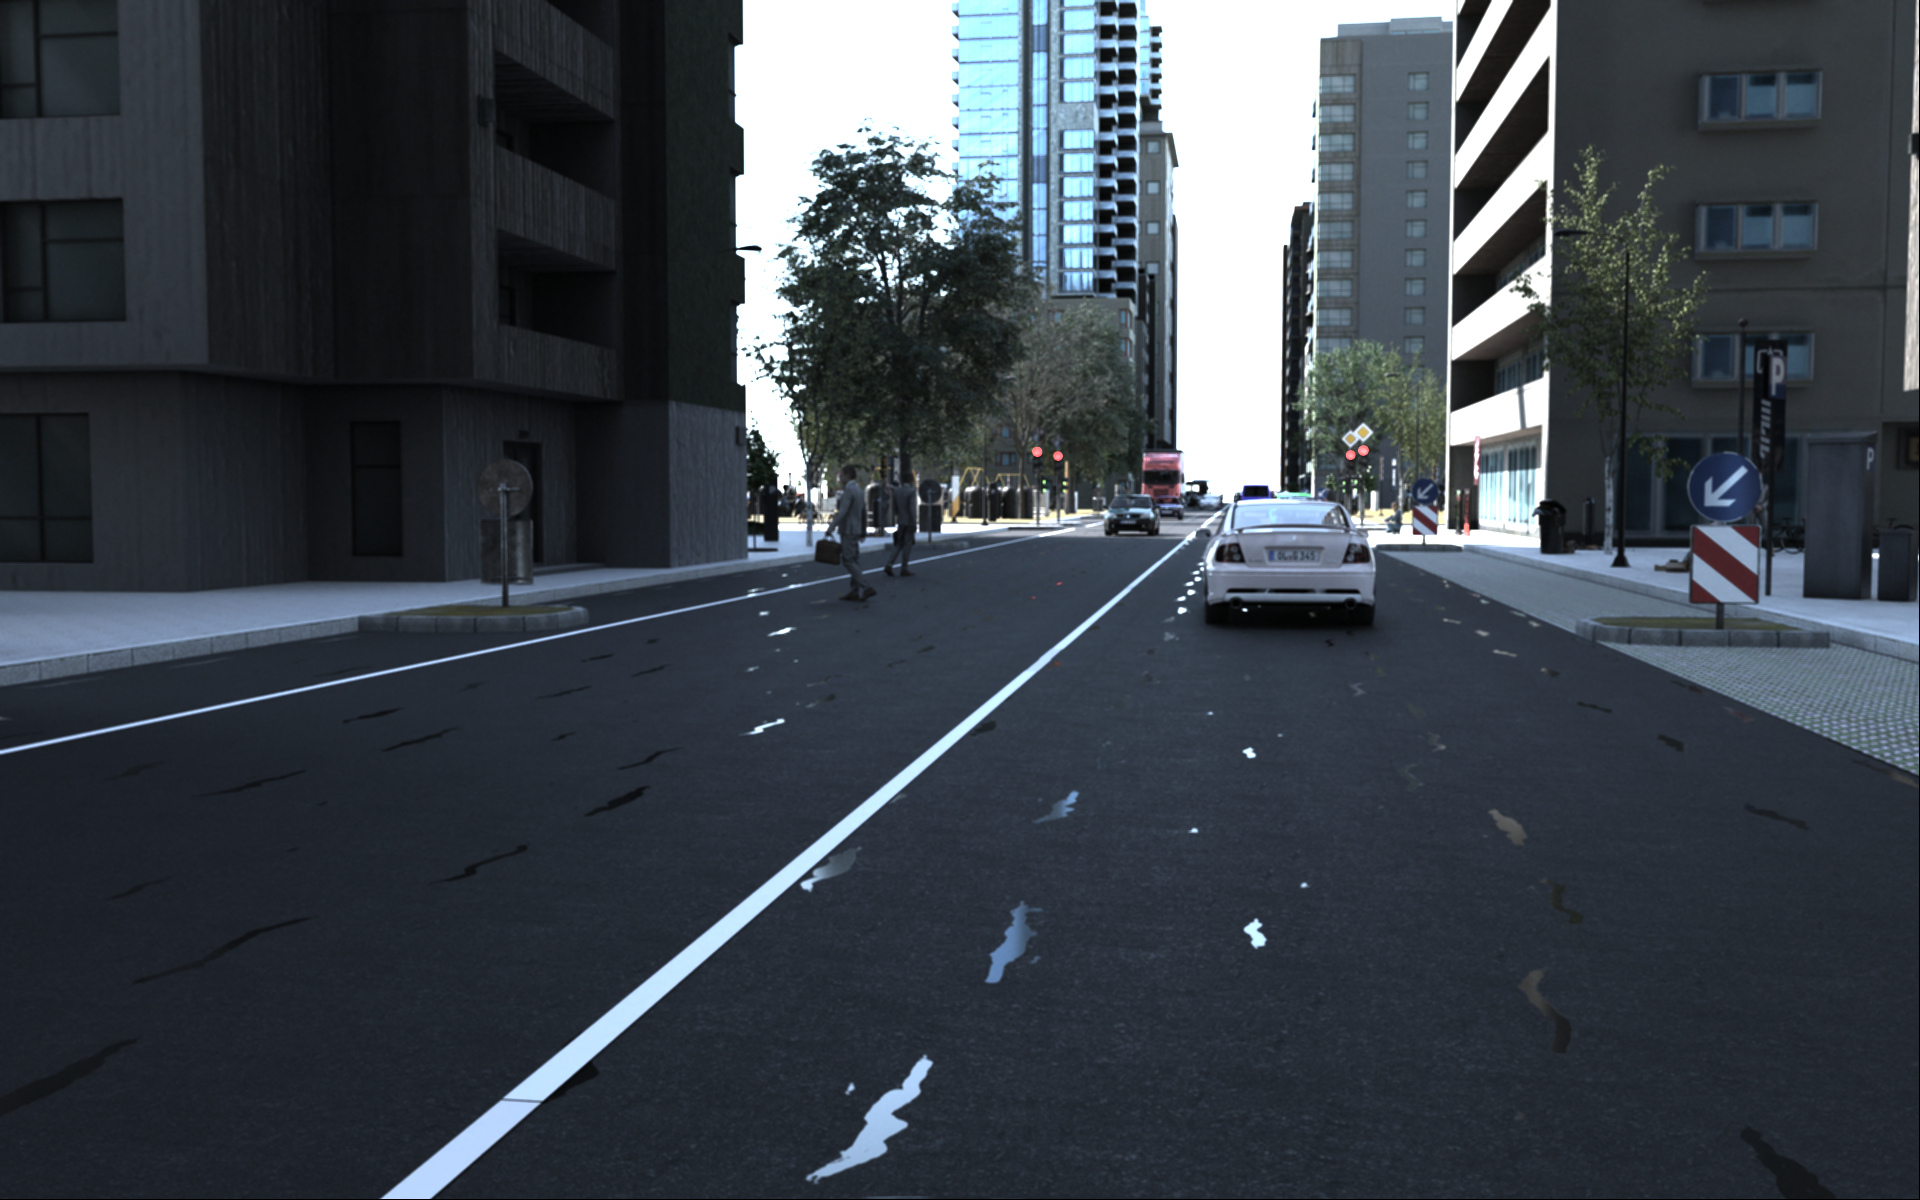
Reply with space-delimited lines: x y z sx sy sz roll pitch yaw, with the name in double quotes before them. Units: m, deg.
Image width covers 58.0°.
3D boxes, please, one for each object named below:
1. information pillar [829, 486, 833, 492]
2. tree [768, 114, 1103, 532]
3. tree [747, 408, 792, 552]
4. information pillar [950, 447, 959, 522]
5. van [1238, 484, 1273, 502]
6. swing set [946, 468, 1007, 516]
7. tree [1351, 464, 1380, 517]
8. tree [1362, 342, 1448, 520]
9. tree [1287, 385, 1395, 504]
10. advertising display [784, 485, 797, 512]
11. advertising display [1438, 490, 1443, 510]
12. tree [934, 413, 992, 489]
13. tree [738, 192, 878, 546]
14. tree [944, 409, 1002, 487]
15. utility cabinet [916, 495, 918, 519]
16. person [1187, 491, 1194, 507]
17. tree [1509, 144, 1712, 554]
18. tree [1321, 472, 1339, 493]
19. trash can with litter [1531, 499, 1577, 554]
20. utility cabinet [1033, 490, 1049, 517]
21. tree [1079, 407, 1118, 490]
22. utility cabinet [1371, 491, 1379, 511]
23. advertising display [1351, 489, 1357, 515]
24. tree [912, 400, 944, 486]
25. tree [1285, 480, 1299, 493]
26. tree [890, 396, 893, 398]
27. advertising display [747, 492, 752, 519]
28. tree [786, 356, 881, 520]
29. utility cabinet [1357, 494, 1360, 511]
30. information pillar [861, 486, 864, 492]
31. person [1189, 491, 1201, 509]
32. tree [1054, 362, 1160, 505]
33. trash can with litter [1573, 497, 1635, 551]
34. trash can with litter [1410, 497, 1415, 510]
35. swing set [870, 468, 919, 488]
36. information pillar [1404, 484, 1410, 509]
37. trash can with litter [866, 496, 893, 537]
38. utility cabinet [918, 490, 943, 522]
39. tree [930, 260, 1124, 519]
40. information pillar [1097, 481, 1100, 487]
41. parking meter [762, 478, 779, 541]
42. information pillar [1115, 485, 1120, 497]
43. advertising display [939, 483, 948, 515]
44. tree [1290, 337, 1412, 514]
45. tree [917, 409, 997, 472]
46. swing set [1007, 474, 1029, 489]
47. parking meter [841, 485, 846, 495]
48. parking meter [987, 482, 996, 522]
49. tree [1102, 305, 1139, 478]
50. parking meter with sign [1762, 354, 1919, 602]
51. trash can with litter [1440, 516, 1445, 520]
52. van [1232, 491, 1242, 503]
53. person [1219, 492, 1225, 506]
"information pillar" -11.576 -9.222 155.275 0.304 2.012 0.304 0 4 -4
"tree" -1.836 -9.258 58.018 9.857 13.997 8.962 0 3 0
"tree" -4.759 -2.713 38.953 1.663 3.219 1.824 0 3 0
"information pillar" -0.218 -5.349 78.815 0.183 3.616 0.504 3 4 38
"van" 18.528 -6.371 108.554 2.240 2.365 5.245 1 4 9
"swing set" 0.874 -6.487 103.685 2.862 2.851 3.119 1 4 15
"tree" 22.206 -6.172 95.510 1.663 3.219 1.824 0 3 0
"tree" 21.781 -8.195 84.353 4.737 8.622 4.395 0 3 0
"tree" 31.075 -12.693 141.938 8.767 10.594 7.601 0 4 6
"advertising display" -12.234 -7.345 125.305 0.974 1.923 0.123 -2 4 -25
"advertising display" 38.987 -8.241 139.958 0.974 1.923 0.123 -3 4 -36
"tree" -0.063 -10.620 124.002 4.737 8.622 4.395 0 3 0
"tree" -3.733 -5.619 42.231 4.360 8.622 3.978 0 3 0
"tree" 1.346 -10.892 128.440 4.360 8.622 3.978 0 3 0
"utility cabinet" -2.254 -4.694 87.911 1.020 1.237 0.306 0 4 -5
"person" 24.987 -10.855 186.715 1.217 1.736 0.721 1 4 8
"tree" 13.702 -5.261 36.383 4.737 8.622 4.395 0 3 0
"tree" 32.373 -9.585 151.312 1.663 3.219 1.824 0 3 0
"trash can with litter" 12.824 -1.585 37.309 1.055 1.170 0.624 -3 5 -43
"utility cabinet" 4.506 -5.412 97.162 0.318 1.500 1.173 -3 4 -38
"tree" 10.536 -11.179 133.134 4.737 8.622 4.395 0 3 0
"utility cabinet" 31.409 -7.484 131.042 0.318 1.500 1.173 0 3 0
"advertising display" 23.721 -6.061 104.318 0.123 1.923 0.974 2 4 27
"tree" -2.934 -11.541 139.065 4.360 8.622 3.978 0 3 0
"tree" 46.098 -15.009 239.989 1.663 3.219 1.824 0 3 0
"tree" -5.035 -8.918 96.172 4.737 8.622 4.395 0 3 0
"advertising display" -10.820 -5.091 88.447 0.123 1.923 0.974 -2 4 -24
"tree" -6.835 -8.216 84.691 4.737 8.622 4.395 0 3 0
"utility cabinet" 29.997 -7.473 130.856 1.173 1.500 0.318 1 4 13
"information pillar" -8.802 -9.249 155.710 0.304 2.012 0.304 0 4 8
"person" 21.912 -9.303 161.399 1.217 1.735 0.721 1 4 22
"tree" 11.928 -13.925 144.681 9.611 12.733 9.660 0 3 0
"trash can with litter" 14.680 -1.788 40.293 1.678 1.210 2.233 1 4 12
"trash can with litter" 36.228 -7.681 136.643 2.233 1.210 1.678 3 4 38
"swing set" -4.035 -6.446 103.016 3.119 2.851 2.862 3 5 40
"information pillar" 33.070 -7.564 128.158 0.304 2.012 0.304 -2 4 -24
"trash can with litter" -2.340 -2.520 52.258 1.678 1.210 2.233 0 4 6
"utility cabinet" -1.342 -4.310 79.146 1.173 1.500 0.318 -2 4 -28
"tree" 3.164 -10.909 88.734 12.009 13.543 11.850 0 3 0
"information pillar" 12.326 -9.894 153.124 0.504 3.616 0.183 -1 4 -19
"parking meter" -5.164 -2.538 47.214 0.399 1.863 0.255 -2 4 -26
"information pillar" 12.555 -8.163 137.955 0.304 2.012 0.304 -2 4 -27
"advertising display" -1.052 -6.030 103.806 0.123 1.923 0.974 2 4 32
"tree" 25.753 -11.520 114.101 9.928 11.665 9.643 0 3 0
"tree" -0.239 -13.172 149.779 8.767 10.594 7.601 3 4 38
"swing set" 3.992 -8.516 136.862 3.119 2.851 2.862 -3 5 -44
"parking meter" -7.435 -6.437 110.953 0.255 1.863 0.399 -3 4 -37
"parking meter" 1.483 -4.592 80.796 0.399 1.863 0.255 -1 4 -20
"tree" 7.290 -12.664 113.707 9.857 13.997 8.962 0 3 0
"parking meter with sign" 10.790 -1.526 21.213 0.543 3.016 1.738 -3 5 -44
"trash can with litter" 24.542 -4.506 84.737 1.678 1.210 2.233 -3 5 -41
"van" 40.879 -15.120 254.230 2.013 2.044 4.112 1 4 8
"person" 30.685 -11.816 202.628 0.756 1.711 0.436 0 4 -3
